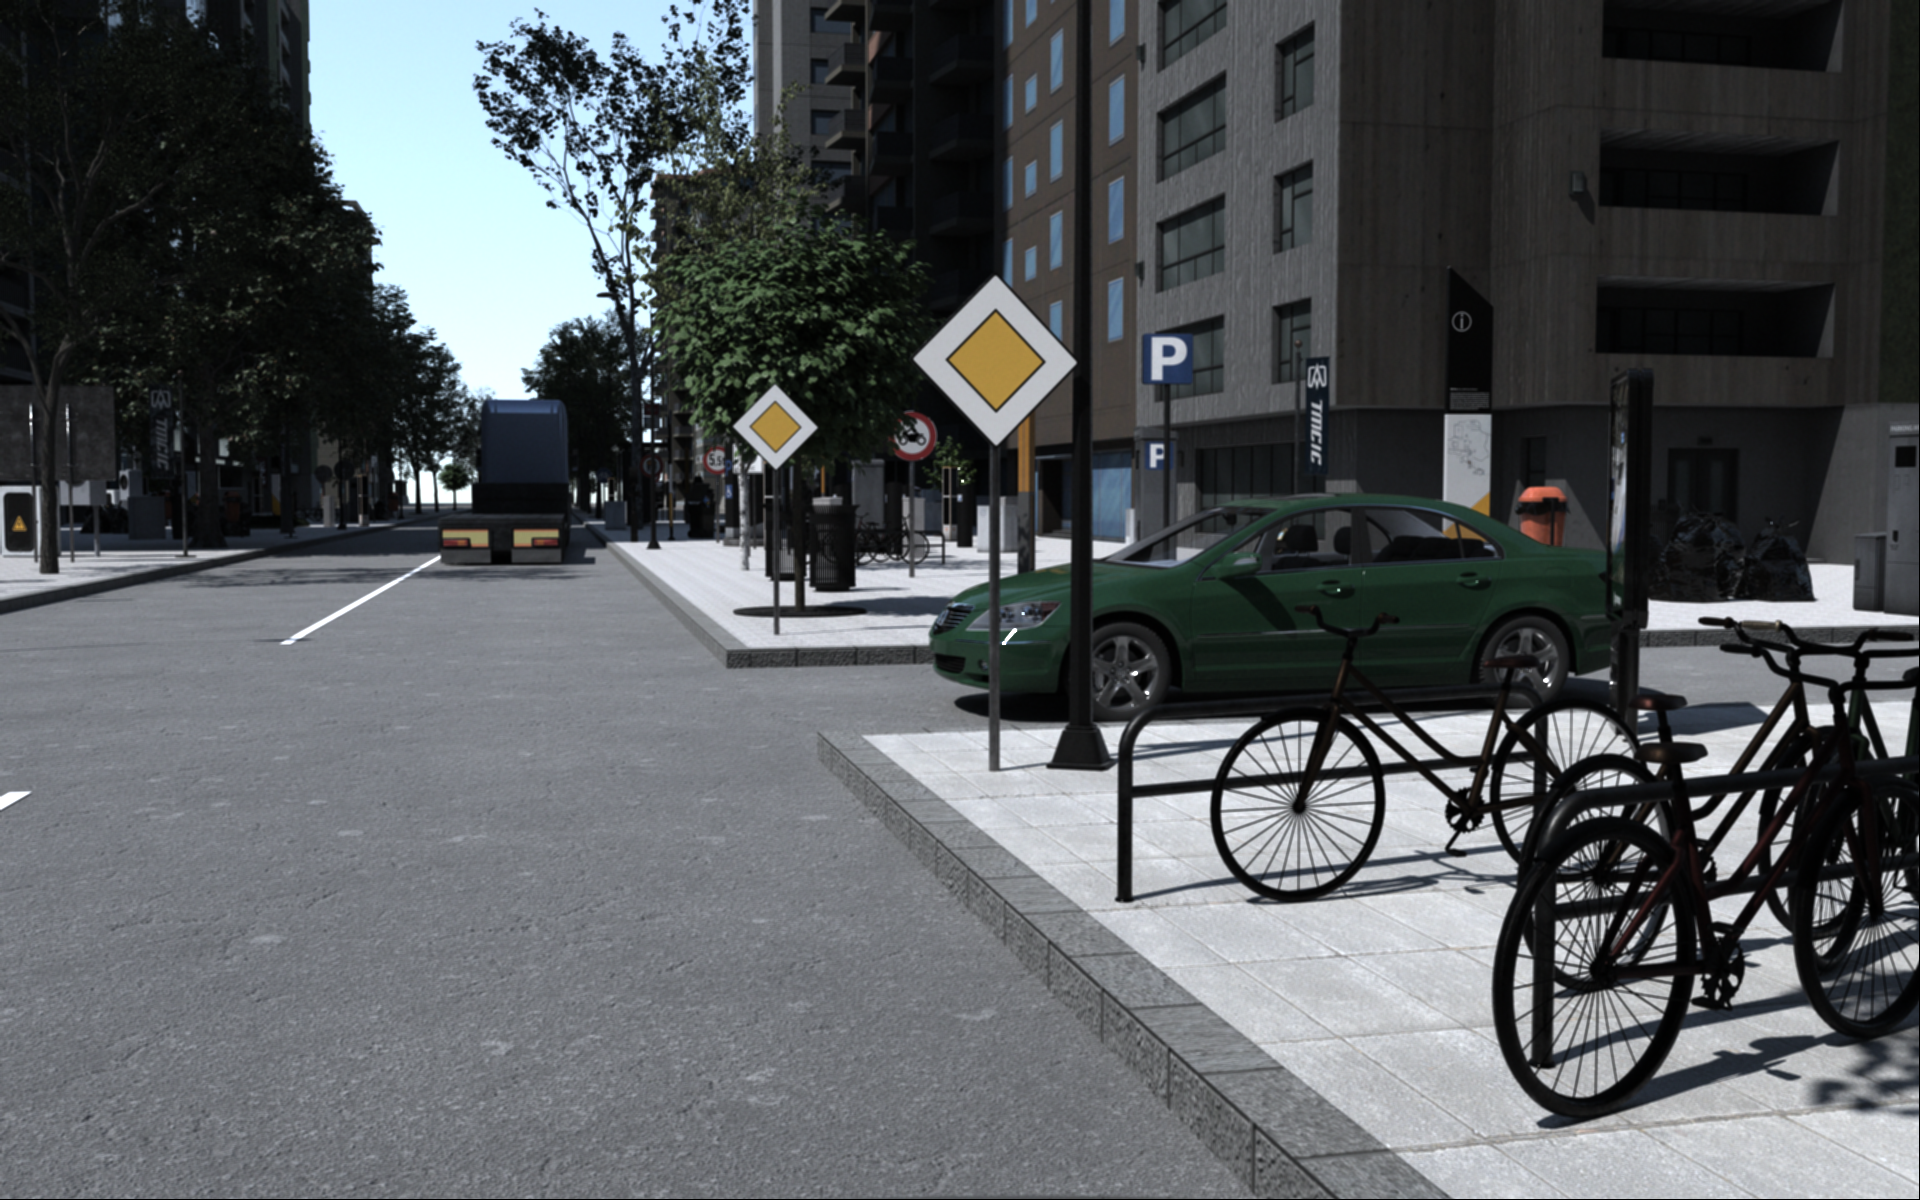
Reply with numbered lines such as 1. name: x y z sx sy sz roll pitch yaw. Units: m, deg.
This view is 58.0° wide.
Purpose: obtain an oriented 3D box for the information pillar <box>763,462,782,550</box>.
1. information pillar: -4.292 -2.153 39.698 0.304 2.012 0.304 2 4 29

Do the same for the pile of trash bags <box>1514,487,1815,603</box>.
1. pile of trash bags: 8.470 -0.700 21.202 3.447 1.369 1.912 0 4 -7

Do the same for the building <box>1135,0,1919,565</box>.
1. building: 12.501 -16.169 36.057 14.107 30.474 14.160 -1 4 -13

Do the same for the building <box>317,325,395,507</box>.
1. building: -77.051 -20.940 187.407 27.650 21.520 28.899 -1 4 -13

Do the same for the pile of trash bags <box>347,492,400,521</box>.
1. pile of trash bags: -28.399 -4.551 84.161 3.447 1.369 1.912 2 4 35

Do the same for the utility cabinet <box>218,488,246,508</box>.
1. utility cabinet: -25.574 -3.176 60.603 0.318 1.500 1.173 2 4 33

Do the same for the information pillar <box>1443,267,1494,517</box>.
1. information pillar: 5.254 -1.628 17.981 0.504 3.616 0.183 0 4 -4

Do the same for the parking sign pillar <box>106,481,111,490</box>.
1. parking sign pillar: -36.465 -5.217 73.767 1.447 3.967 1.447 -2 4 -26

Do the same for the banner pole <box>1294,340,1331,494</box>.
1. banner pole: 5.645 -2.327 28.056 0.401 3.779 0.863 -3 5 -40

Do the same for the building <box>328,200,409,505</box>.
1. building: -85.325 -31.827 212.244 32.217 40.220 23.993 -1 4 -13

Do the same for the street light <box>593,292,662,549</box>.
1. street light: -7.673 -4.133 40.118 1.470 5.913 1.316 -1 4 -13

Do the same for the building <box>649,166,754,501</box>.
1. building: -30.396 -35.474 234.620 22.147 44.769 28.867 -1 4 -13

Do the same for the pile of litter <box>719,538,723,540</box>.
1. pile of litter: -6.069 -2.149 49.108 1.719 0.858 1.176 0 4 -4

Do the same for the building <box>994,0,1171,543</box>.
1. building: 9.439 -24.451 49.881 14.600 45.320 14.200 -1 4 -13

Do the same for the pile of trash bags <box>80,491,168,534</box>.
1. pile of trash bags: -27.055 -2.871 56.696 3.447 1.369 1.912 1 4 21

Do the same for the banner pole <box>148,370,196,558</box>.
1. banner pole: -15.895 -2.745 34.895 0.863 3.779 0.401 -3 5 -40

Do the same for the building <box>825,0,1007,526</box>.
1. building: 5.645 -25.973 79.290 22.147 44.769 28.867 -1 4 -13

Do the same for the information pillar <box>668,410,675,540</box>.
1. information pillar: -8.039 -3.472 48.128 0.183 3.616 0.504 0 4 -8

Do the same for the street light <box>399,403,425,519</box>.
1. street light: -27.909 -7.069 88.125 1.470 5.913 1.316 -1 4 -13

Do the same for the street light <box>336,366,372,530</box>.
1. street light: -21.801 -5.501 62.490 1.470 5.913 1.316 -1 4 -13

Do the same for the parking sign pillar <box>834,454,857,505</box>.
1. parking sign pillar: -3.608 -4.112 55.708 1.447 3.967 1.447 1 4 20

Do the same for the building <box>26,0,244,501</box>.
1. building: -54.336 -29.128 95.844 23.786 49.044 30.456 -1 4 -13

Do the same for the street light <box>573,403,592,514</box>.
1. street light: -19.083 -7.107 88.742 1.470 5.913 1.316 -1 4 -13

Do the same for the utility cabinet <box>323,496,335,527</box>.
1. utility cabinet: -24.963 -3.508 68.514 0.306 1.237 1.020 -1 4 -11

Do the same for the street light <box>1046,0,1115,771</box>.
1. street light: 0.044 -2.162 7.888 1.470 5.913 1.316 -1 4 -13

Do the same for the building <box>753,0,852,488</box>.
1. building: -3.601 -35.280 118.819 21.231 58.520 28.212 -1 4 -13

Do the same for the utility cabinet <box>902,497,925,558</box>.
1. utility cabinet: -0.928 -1.456 34.966 0.306 1.237 1.020 -1 4 -12

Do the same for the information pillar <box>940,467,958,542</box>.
1. information pillar: -0.263 -2.584 46.739 0.304 2.012 0.304 3 5 44

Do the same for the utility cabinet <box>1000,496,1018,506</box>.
1. utility cabinet: 1.332 -2.234 47.681 0.306 1.237 1.020 2 4 26

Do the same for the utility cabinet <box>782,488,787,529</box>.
1. utility cabinet: -5.878 -3.274 62.209 1.173 1.500 0.318 0 4 -7

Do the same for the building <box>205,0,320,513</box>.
1. building: -57.819 -27.474 132.789 14.154 41.232 14.086 -1 4 -13

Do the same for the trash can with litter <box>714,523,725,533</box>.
1. trash can with litter: -7.638 -2.820 57.493 0.624 1.170 1.055 3 4 38

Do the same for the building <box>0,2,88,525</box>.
1. building: -47.724 -38.569 68.849 20.563 71.187 20.611 -1 4 -13

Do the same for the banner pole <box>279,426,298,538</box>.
1. banner pole: -19.717 -3.709 50.666 0.401 3.779 0.863 -3 5 -45

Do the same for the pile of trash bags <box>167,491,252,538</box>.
1. pile of trash bags: -22.264 -2.588 52.072 1.912 1.369 3.447 -3 4 -39

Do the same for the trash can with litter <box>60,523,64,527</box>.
1. trash can with litter: -35.185 -3.384 66.718 0.624 1.170 1.055 2 4 33

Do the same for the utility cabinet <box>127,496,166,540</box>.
1. utility cabinet: -23.090 -2.325 49.168 0.306 1.237 1.020 2 4 27

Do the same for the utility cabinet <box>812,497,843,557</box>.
1. utility cabinet: -2.746 -1.508 35.812 0.306 1.237 1.020 -2 4 -25

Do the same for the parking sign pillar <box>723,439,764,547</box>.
1. parking sign pillar: -5.169 -3.332 42.953 1.447 3.967 1.447 -3 4 -36

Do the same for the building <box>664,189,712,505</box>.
1. building: -19.353 -31.705 210.250 32.217 40.220 23.993 -1 4 -13

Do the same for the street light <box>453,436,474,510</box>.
1. street light: -39.414 -10.047 136.803 1.470 5.913 1.316 -1 4 -13

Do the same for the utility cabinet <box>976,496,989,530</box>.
1. utility cabinet: 1.082 -3.121 62.187 1.020 1.237 0.306 2 4 33
